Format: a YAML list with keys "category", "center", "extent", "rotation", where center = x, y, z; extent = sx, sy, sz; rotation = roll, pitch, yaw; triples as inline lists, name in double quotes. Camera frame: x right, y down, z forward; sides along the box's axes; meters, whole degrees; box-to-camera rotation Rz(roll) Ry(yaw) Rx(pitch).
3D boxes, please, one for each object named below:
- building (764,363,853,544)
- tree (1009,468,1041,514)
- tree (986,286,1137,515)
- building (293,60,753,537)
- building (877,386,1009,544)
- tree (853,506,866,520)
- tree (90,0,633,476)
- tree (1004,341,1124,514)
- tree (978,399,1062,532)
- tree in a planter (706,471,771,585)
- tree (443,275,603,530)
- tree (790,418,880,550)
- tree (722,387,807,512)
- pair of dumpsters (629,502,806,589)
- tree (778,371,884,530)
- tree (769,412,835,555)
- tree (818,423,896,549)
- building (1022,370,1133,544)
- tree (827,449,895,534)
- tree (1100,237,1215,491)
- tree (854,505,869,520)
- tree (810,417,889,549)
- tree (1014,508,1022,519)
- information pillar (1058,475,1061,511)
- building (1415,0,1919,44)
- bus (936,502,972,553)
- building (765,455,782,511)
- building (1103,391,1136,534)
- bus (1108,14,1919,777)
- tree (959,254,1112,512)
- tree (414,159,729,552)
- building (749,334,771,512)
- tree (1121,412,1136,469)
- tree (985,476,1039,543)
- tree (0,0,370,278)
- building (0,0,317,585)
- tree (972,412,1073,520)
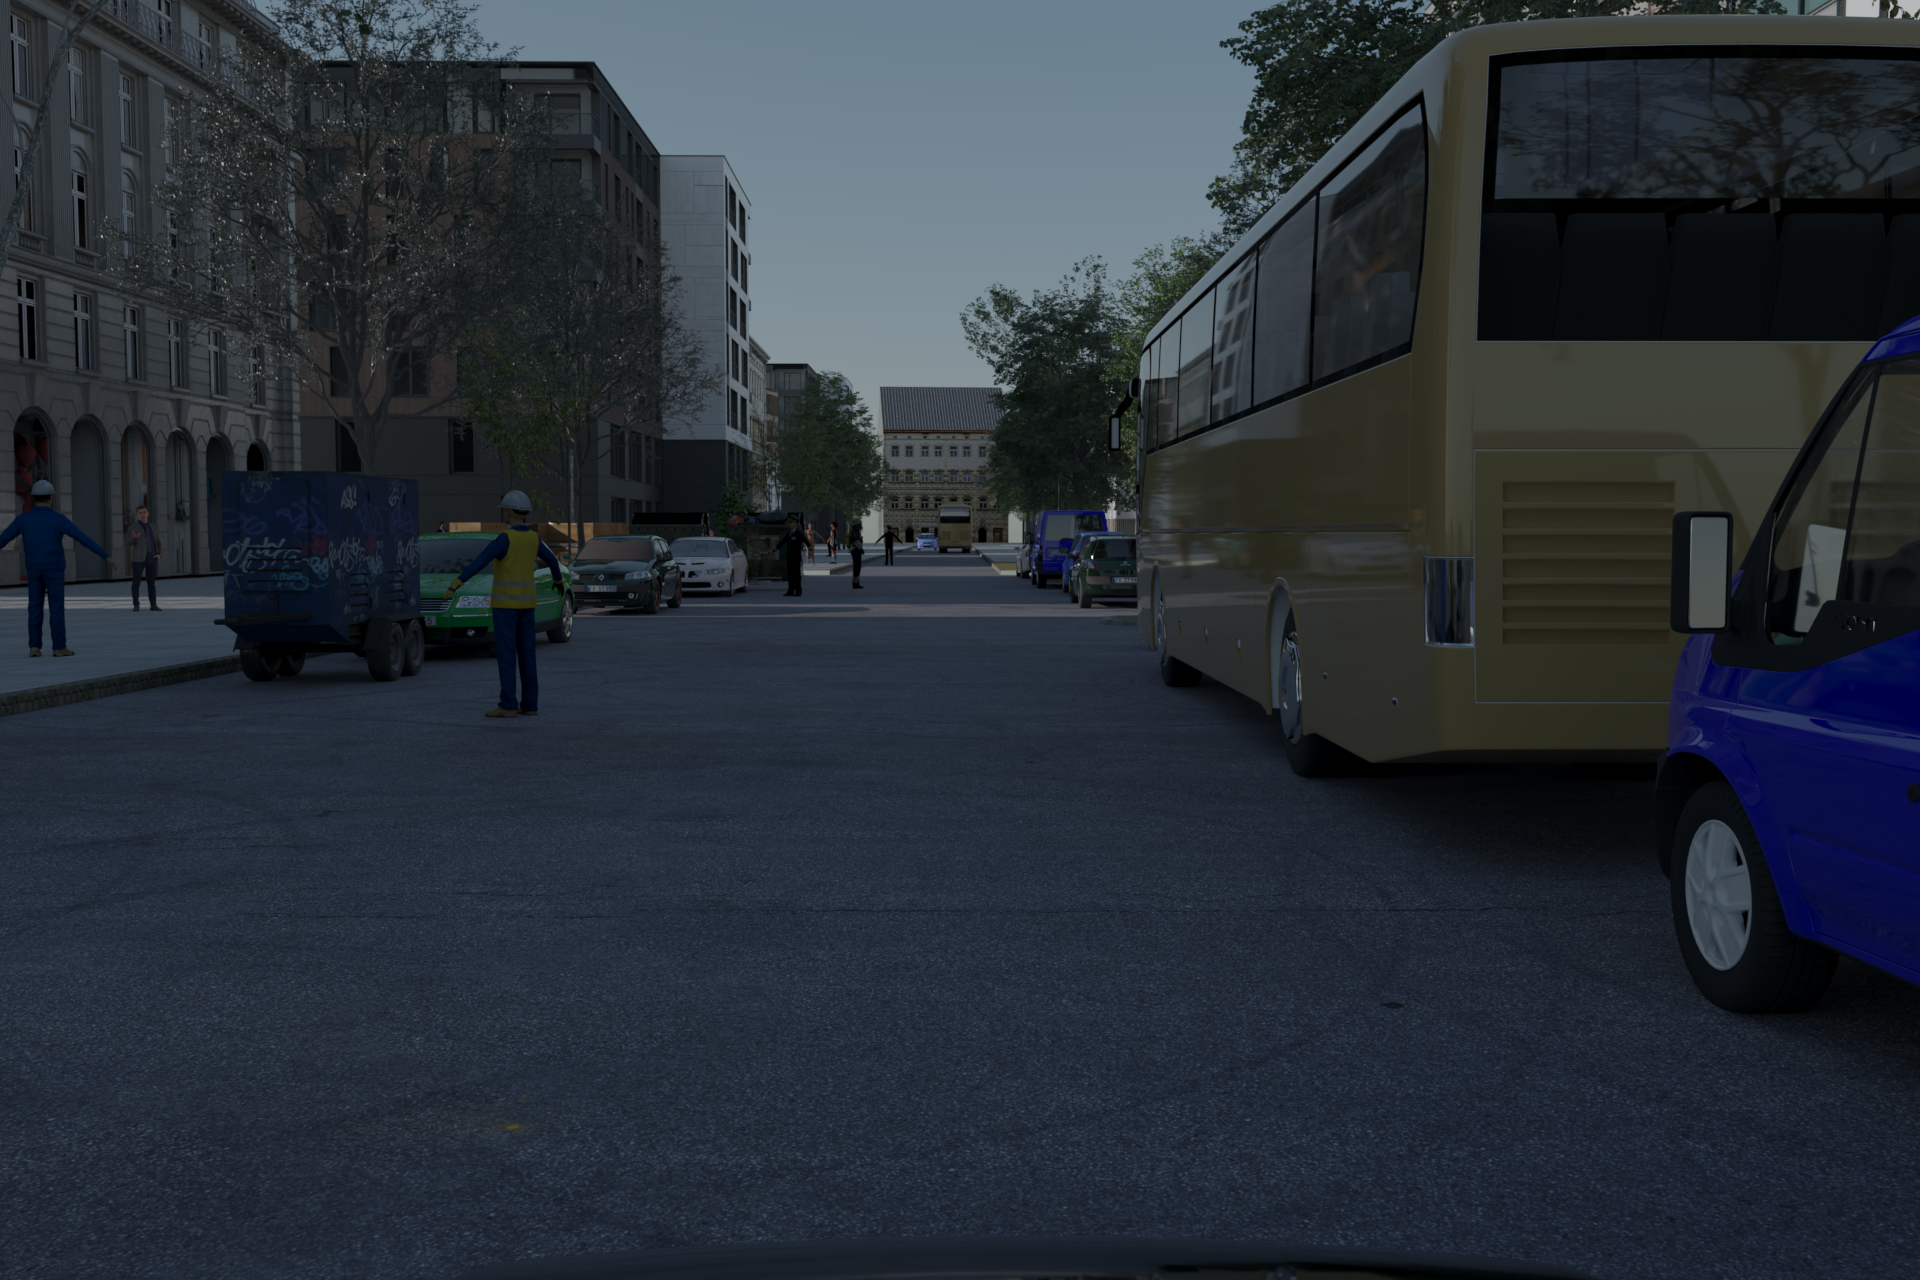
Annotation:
- category: "building"
  center: [-28.697, -23.213, 223.500]
  extent: [27.936, 21.610, 32.646]
  rotation: [0, 3, 0]
- category: "tree"
  center: [6.270, -10.855, 127.837]
  extent: [4.360, 8.622, 3.978]
  rotation: [0, 3, 0]
- category: "tree"
  center: [6.027, -11.110, 88.298]
  extent: [9.857, 13.997, 8.962]
  rotation: [0, 3, 0]
- category: "building"
  center: [-26.596, -15.132, 91.377]
  extent: [27.936, 21.610, 32.646]
  rotation: [0, 4, -1]
- category: "building"
  center: [-2.834, -25.902, 256.883]
  extent: [18.063, 23.208, 19.493]
  rotation: [0, 4, -5]
- category: "tree"
  center: [-14.513, -18.574, 254.052]
  extent: [4.360, 8.622, 3.978]
  rotation: [0, 3, 0]
- category: "tree"
  center: [-12.251, -7.670, 35.770]
  extent: [12.009, 13.543, 11.850]
  rotation: [0, 3, 0]
- category: "tree"
  center: [5.930, -11.266, 102.327]
  extent: [7.486, 12.596, 7.792]
  rotation: [0, 3, 0]
- category: "tree"
  center: [5.169, -13.628, 140.951]
  extent: [7.486, 12.596, 7.792]
  rotation: [0, 3, 0]
- category: "tree in a planter"
  center: [-6.429, -3.185, 49.301]
  extent: [1.991, 3.239, 1.994]
  rotation: [0, 4, 0]
- category: "tree"
  center: [-12.548, -6.021, 48.809]
  extent: [4.737, 8.622, 4.395]
  rotation: [0, 3, 0]
- category: "tree"
  center: [-9.870, -12.348, 136.300]
  extent: [7.601, 10.594, 8.767]
  rotation: [0, 4, -4]
- category: "tree"
  center: [-9.176, -8.318, 86.359]
  extent: [4.360, 8.622, 3.978]
  rotation: [0, 3, 0]
- category: "pair of dumpsters"
  center: [-6.193, -2.409, 44.336]
  extent: [4.436, 2.255, 1.574]
  rotation: [0, 4, 0]
- category: "tree"
  center: [-9.340, -12.394, 120.765]
  extent: [7.486, 12.596, 7.792]
  rotation: [0, 3, 0]
- category: "tree"
  center: [-9.473, -9.435, 104.629]
  extent: [4.737, 8.622, 4.395]
  rotation: [0, 3, 0]
- category: "tree"
  center: [-9.759, -12.913, 145.545]
  extent: [8.767, 10.594, 7.601]
  rotation: [-1, 4, -10]
- category: "building"
  center: [22.130, -23.609, 229.982]
  extent: [27.936, 21.610, 32.646]
  rotation: [0, 4, 0]
- category: "tree"
  center: [-9.796, -14.061, 164.313]
  extent: [7.601, 10.594, 8.767]
  rotation: [-1, 4, -16]
- category: "tree"
  center: [11.011, -10.339, 75.698]
  extent: [9.857, 13.997, 8.962]
  rotation: [0, 3, 0]
- category: "tree"
  center: [-14.543, -18.841, 258.411]
  extent: [4.360, 8.622, 3.978]
  rotation: [0, 3, 0]
- category: "tree"
  center: [-9.951, -13.939, 153.658]
  extent: [9.928, 11.665, 9.643]
  rotation: [0, 3, 0]
- category: "tree"
  center: [11.053, -19.411, 251.787]
  extent: [7.601, 10.594, 8.767]
  rotation: [0, 4, 2]
- category: "information pillar"
  center: [3.966, -4.746, 68.953]
  extent: [0.183, 3.616, 0.504]
  rotation: [0, 4, 0]
- category: "building"
  center: [28.181, -14.948, 50.965]
  extent: [21.656, 26.213, 47.522]
  rotation: [0, 3, 0]
- category: "bus"
  center: [-0.432, -8.668, 133.275]
  extent: [2.896, 3.916, 12.252]
  rotation: [0, 4, -1]
- category: "building"
  center: [-24.223, -15.280, 191.968]
  extent: [9.099, 9.664, 28.070]
  rotation: [0, 4, 1]
- category: "building"
  center: [21.384, -20.757, 195.792]
  extent: [16.016, 20.090, 11.380]
  rotation: [0, 3, 0]
- category: "bus"
  center: [3.126, -1.314, 13.029]
  extent: [2.896, 3.916, 12.252]
  rotation: [0, 4, 0]
- category: "tree"
  center: [6.976, -15.954, 116.734]
  extent: [12.611, 20.169, 13.585]
  rotation: [0, 3, 0]
- category: "tree"
  center: [-12.854, -9.021, 57.869]
  extent: [12.009, 13.543, 11.850]
  rotation: [0, 3, 0]
- category: "building"
  center: [-25.767, -18.851, 139.139]
  extent: [19.493, 23.208, 18.063]
  rotation: [0, 4, -1]
- category: "tree"
  center: [8.439, -7.159, 67.415]
  extent: [4.737, 8.622, 4.395]
  rotation: [0, 3, 0]
- category: "tree"
  center: [6.274, -15.264, 167.686]
  extent: [7.486, 12.596, 7.792]
  rotation: [0, 3, 0]
- category: "tree"
  center: [-11.522, -9.995, 19.302]
  extent: [12.611, 20.169, 13.585]
  rotation: [0, 3, 0]
- category: "building"
  center: [-27.943, -12.565, 46.102]
  extent: [13.314, 22.015, 24.055]
  rotation: [0, 3, 0]
- category: "tree"
  center: [6.497, -14.884, 153.719]
  extent: [12.009, 13.543, 11.850]
  rotation: [0, 3, 0]
